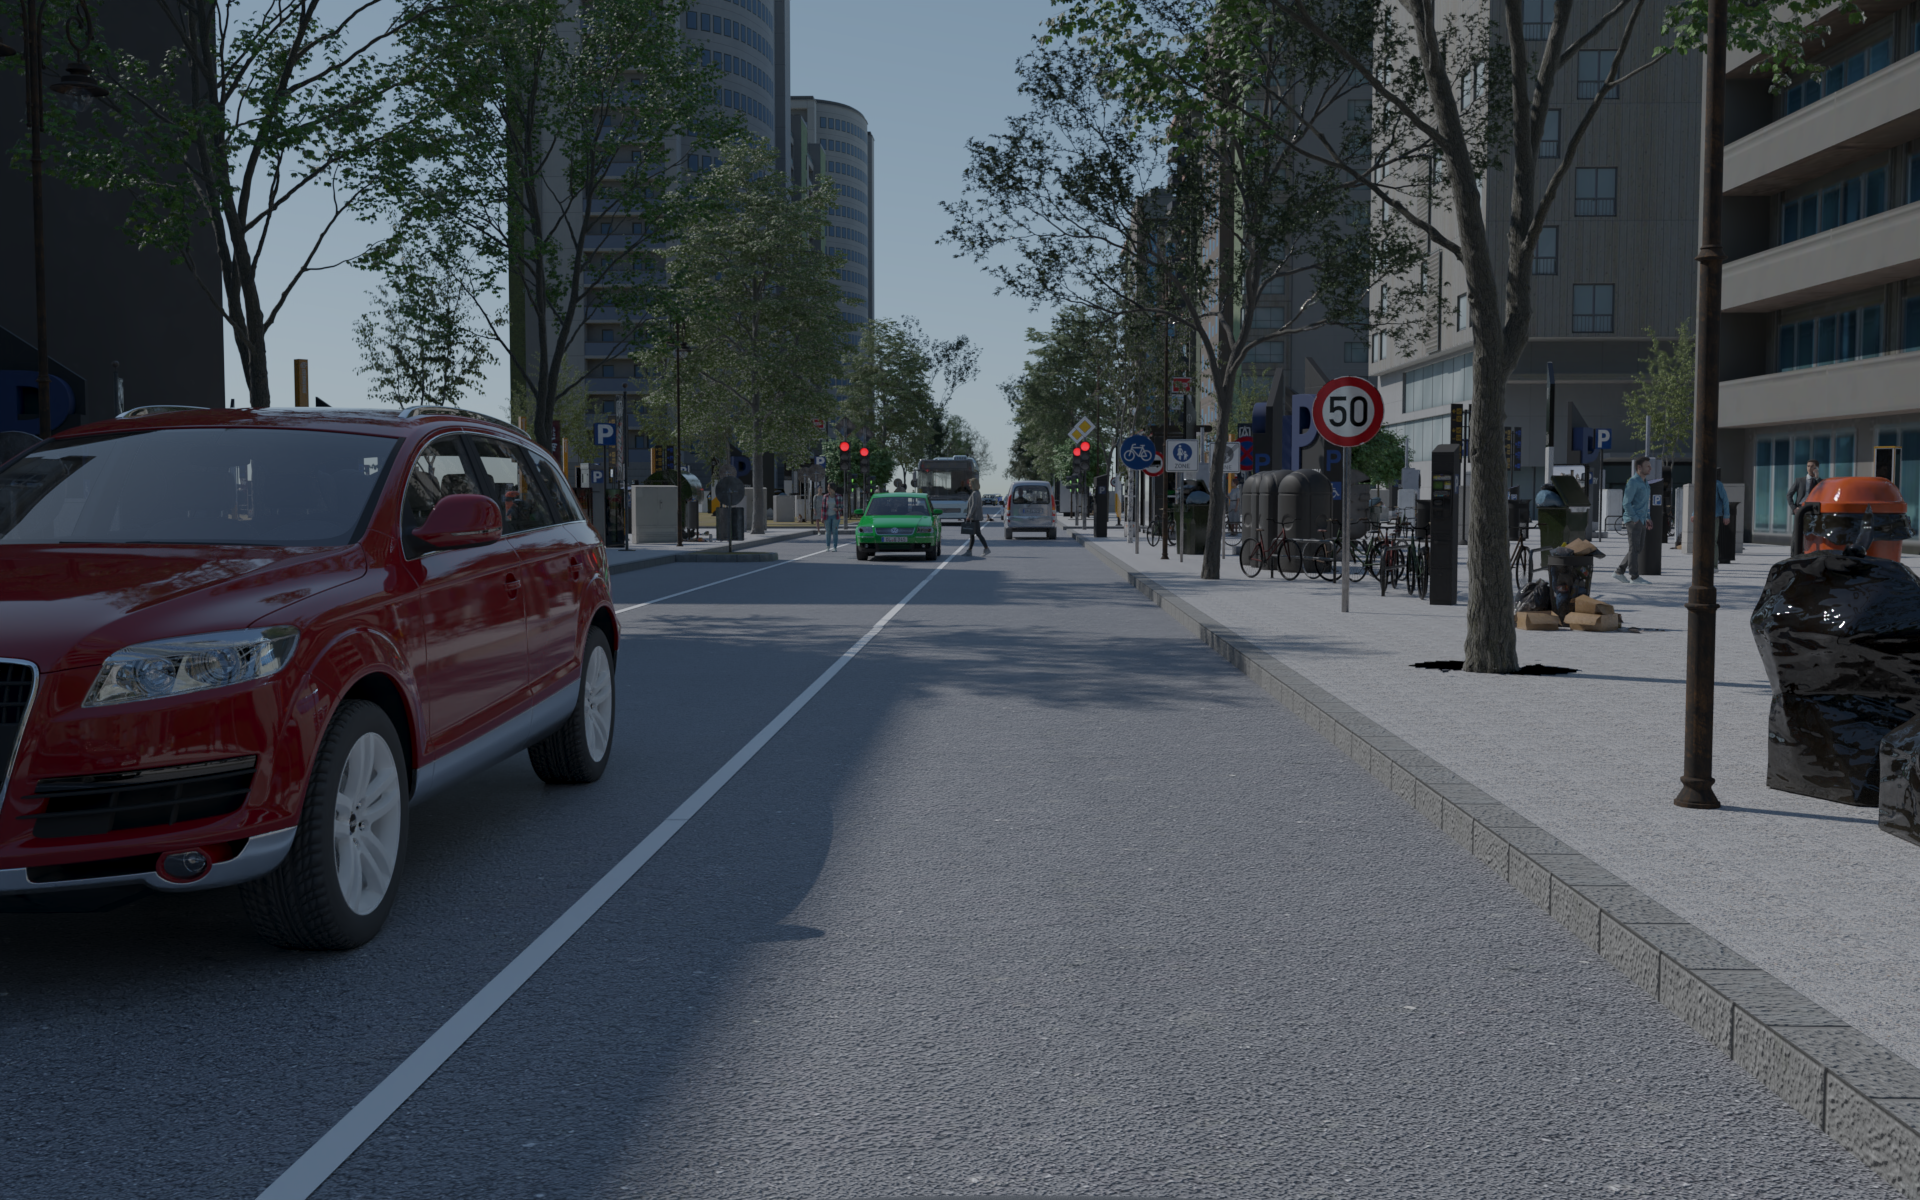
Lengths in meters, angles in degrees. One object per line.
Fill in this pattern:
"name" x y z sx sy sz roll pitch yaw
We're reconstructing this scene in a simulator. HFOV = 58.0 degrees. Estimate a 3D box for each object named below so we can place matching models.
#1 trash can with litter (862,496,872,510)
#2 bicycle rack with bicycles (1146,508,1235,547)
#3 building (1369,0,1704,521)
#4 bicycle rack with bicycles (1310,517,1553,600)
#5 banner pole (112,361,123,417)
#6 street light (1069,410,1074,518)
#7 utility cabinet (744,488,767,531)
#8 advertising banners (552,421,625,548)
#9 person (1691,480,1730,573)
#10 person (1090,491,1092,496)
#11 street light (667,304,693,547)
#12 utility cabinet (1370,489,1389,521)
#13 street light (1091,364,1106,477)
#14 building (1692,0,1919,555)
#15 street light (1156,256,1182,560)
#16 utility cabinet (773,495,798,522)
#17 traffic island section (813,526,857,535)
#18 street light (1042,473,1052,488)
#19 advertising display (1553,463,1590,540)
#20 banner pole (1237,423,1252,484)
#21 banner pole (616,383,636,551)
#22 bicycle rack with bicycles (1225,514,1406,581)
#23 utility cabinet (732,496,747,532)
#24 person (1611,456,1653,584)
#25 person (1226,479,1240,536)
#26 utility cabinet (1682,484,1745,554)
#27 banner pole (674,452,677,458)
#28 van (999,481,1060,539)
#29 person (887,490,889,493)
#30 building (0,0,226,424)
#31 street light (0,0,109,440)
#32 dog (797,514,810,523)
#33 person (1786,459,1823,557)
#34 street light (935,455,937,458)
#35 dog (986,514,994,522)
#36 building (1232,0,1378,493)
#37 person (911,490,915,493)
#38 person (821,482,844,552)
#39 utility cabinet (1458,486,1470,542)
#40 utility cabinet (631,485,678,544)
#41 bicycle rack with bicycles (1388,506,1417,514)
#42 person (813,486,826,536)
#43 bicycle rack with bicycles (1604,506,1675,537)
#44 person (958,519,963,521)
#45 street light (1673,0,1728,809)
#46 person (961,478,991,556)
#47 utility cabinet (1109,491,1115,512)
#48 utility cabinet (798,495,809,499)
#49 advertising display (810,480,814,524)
"trash can with litter" -6.052 -6.257 113.686 1.055 1.170 0.624 -3 5 -43
"bicycle rack with bicycles" 5.792 -1.793 42.694 2.925 0.926 2.852 -2 4 -32
"building" 38.013 -30.832 93.340 27.495 52.752 28.713 0 4 2
"bicycle rack with bicycles" 6.290 -0.525 21.962 2.852 0.926 2.925 2 4 28
"banner pole" -15.918 -2.620 32.853 0.401 3.779 0.863 -1 4 -15
"street light" 5.881 -7.240 91.155 0.468 5.910 1.993 0 4 2
"utility cabinet" -7.235 -3.108 59.488 1.173 1.500 0.318 -1 4 -11
"advertising banners" -8.936 -2.747 41.102 2.074 3.025 0.090 -1 4 -14
"person" 12.153 -1.324 28.028 0.444 1.785 0.601 -1 4 -13
"person" 21.100 -16.640 277.970 0.599 1.838 0.709 0 4 6
"street light" -6.853 -4.245 42.187 0.468 5.910 1.993 0 4 2
"utility cabinet" 19.205 -4.355 79.884 1.173 1.500 0.318 -1 4 -17
"street light" 4.916 -5.438 61.703 0.468 5.910 1.993 0 4 2
"building" 29.855 -25.098 34.058 21.300 48.544 21.600 0 4 2
"street light" 4.025 -3.734 33.836 0.468 5.910 1.993 0 4 2
"utility cabinet" -8.091 -4.186 79.607 1.020 1.237 0.306 -3 5 -41
"traffic island section" -4.145 -2.460 62.500 2.009 0.180 2.903 0 4 2
"street light" 8.376 -11.896 167.285 0.468 5.910 1.993 0 4 2
"advertising display" 12.878 -1.925 36.679 0.123 1.923 0.974 -2 4 -31
"banner pole" 8.994 -3.901 53.803 0.863 3.779 0.401 0 4 -6
"banner pole" -7.545 -2.979 38.721 0.401 3.779 0.863 0 4 8
"bicycle rack with bicycles" 5.825 -0.754 25.715 2.852 0.926 2.925 -1 4 -19
"utility cabinet" -7.529 -2.900 58.573 0.306 1.237 1.020 1 4 14
"person" 9.639 -1.146 24.801 0.620 1.820 0.660 2 4 35
"person" 8.287 -2.830 52.877 0.524 1.755 0.480 -2 4 -25
"utility cabinet" 15.995 -1.720 36.801 1.173 1.500 0.318 0 4 1
"banner pole" -16.780 -6.868 102.302 0.401 3.779 0.863 0 4 4
"van" 2.259 -3.000 56.059 2.013 2.044 4.112 0 4 1
"person" -7.356 -10.339 175.804 1.217 1.735 0.721 1 4 21
"building" -28.887 -13.026 42.654 15.834 23.373 12.332 0 4 2
"street light" -7.731 -2.555 14.569 0.468 5.910 1.993 0 4 2
"dog" -7.004 -3.661 77.590 0.748 0.427 0.550 -1 4 -22
"person" 15.195 -1.568 31.039 0.648 1.900 0.474 0 3 0
"street light" -2.467 -12.371 175.050 0.468 5.910 1.993 0 4 2
"dog" 1.628 -4.303 90.553 0.748 0.427 0.550 -1 4 -8
"building" 28.097 -27.567 134.307 14.154 41.232 14.086 0 4 2
"person" -5.596 -12.274 206.862 1.348 1.807 0.705 -1 4 -19
"person" -3.163 -2.060 43.027 0.563 1.720 0.643 1 4 9
"utility cabinet" 13.440 -2.228 45.102 1.173 1.500 0.318 0 4 -8
"utility cabinet" -7.811 -2.188 44.445 1.173 1.500 0.318 -2 4 -32
"bicycle rack with bicycles" 12.175 -2.209 49.503 2.852 0.926 2.925 2 4 25
"person" -4.826 -3.079 59.845 0.512 1.701 0.522 -1 4 -18
"bicycle rack with bicycles" 21.273 -2.423 53.005 2.925 0.926 2.852 -1 4 -13
"person" 0.284 -5.133 92.819 0.834 1.777 0.661 1 4 17
"street light" 3.035 -2.090 6.953 0.468 5.910 1.993 0 4 2
"person" 0.351 -1.902 39.788 0.728 1.800 0.709 1 4 12
"utility cabinet" 10.285 -6.791 119.711 1.173 1.500 0.318 0 4 -5
"utility cabinet" -8.699 -5.237 96.791 1.020 1.237 0.306 -2 4 -26
"advertising display" -6.350 -4.229 74.365 0.123 1.923 0.974 -1 4 -9
